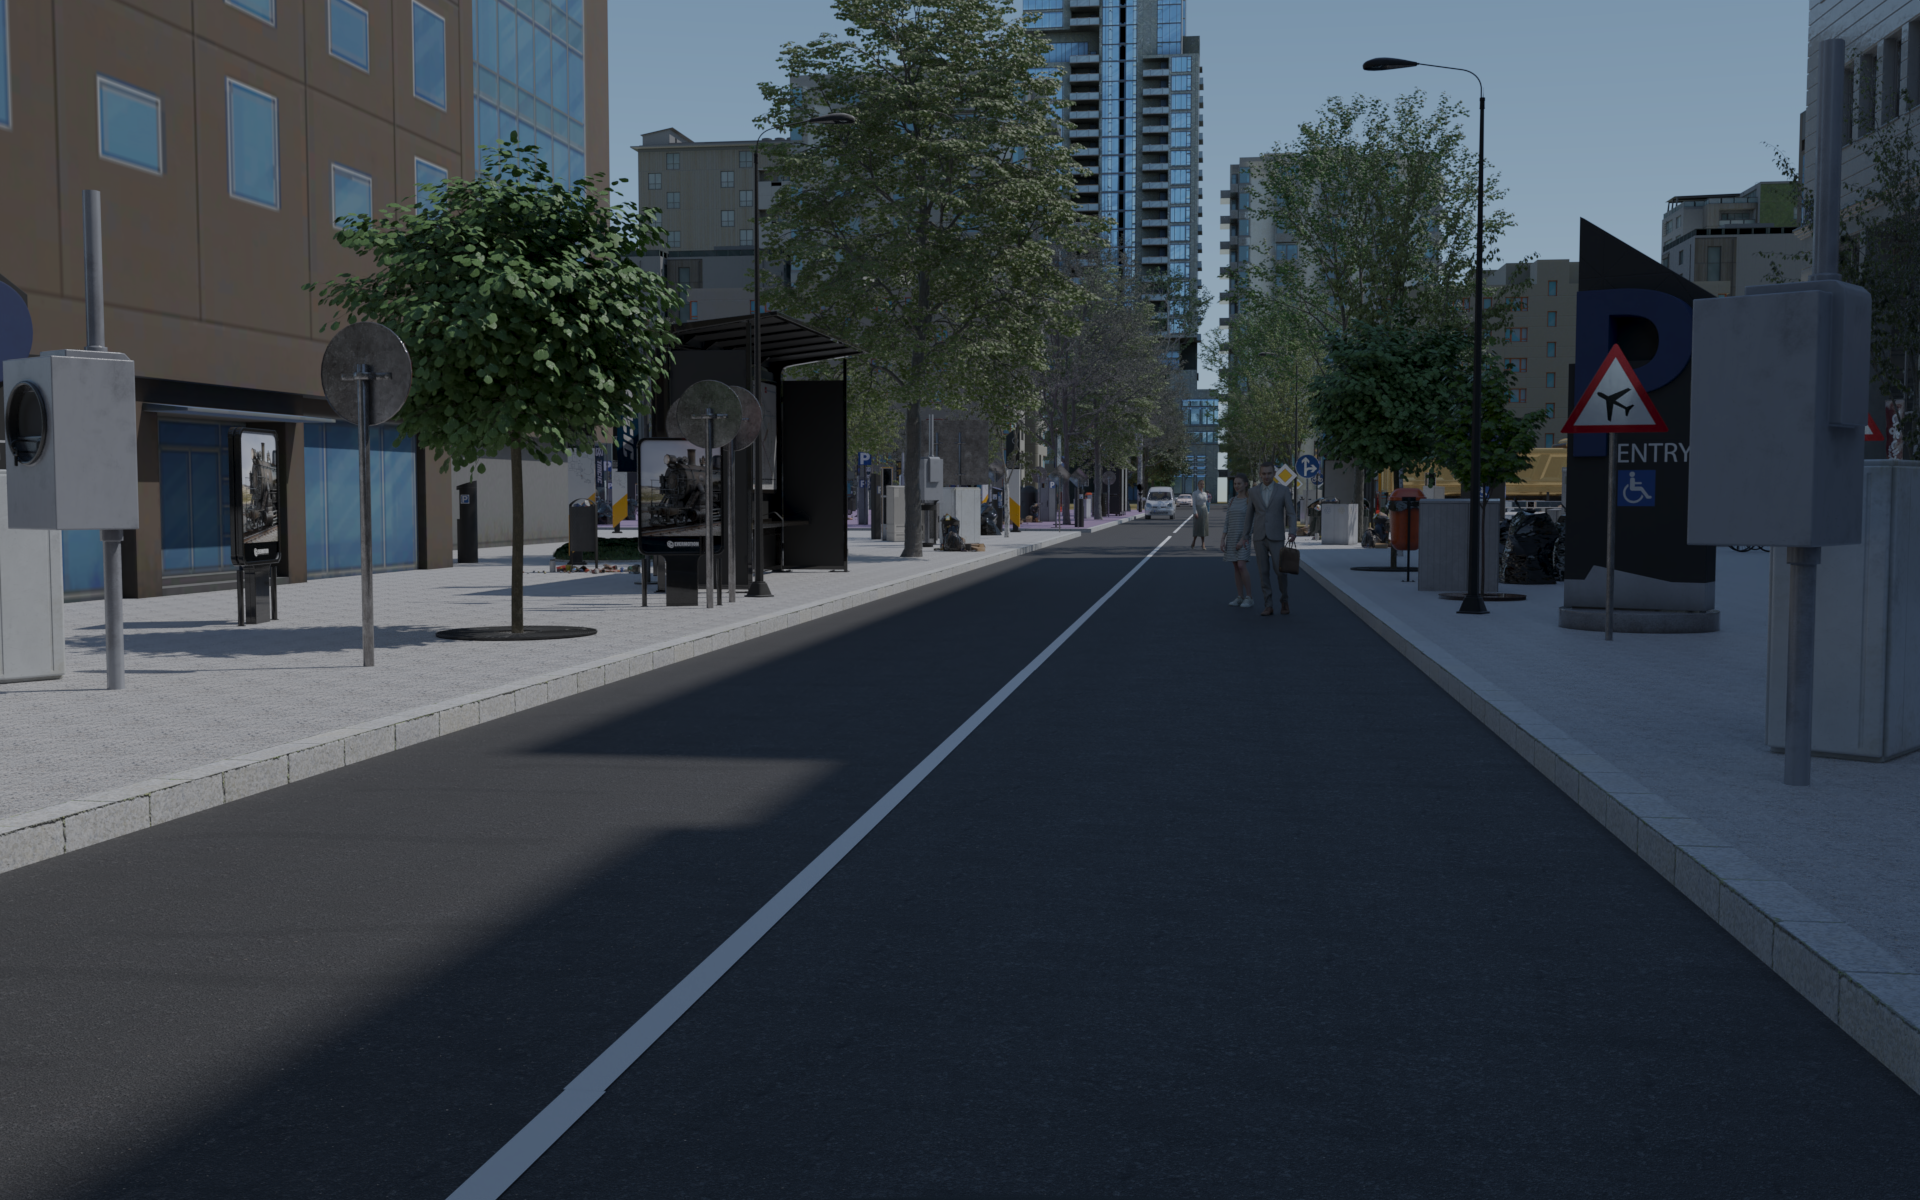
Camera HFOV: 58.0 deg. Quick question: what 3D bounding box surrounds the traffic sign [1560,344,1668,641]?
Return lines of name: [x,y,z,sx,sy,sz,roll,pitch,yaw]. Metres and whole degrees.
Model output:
traffic sign: [5.685,-0.923,15.101,0.884,2.594,0.081,1,4,13]

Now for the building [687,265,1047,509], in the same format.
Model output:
building: [-7.196,-19.158,158.264,27.650,21.520,28.899,1,4,8]

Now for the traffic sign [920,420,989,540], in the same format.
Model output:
traffic sign: [-0.326,-3.290,47.670,2.265,3.308,0.079,1,4,14]

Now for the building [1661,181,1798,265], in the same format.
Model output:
building: [101.381,-33.367,229.142,14.086,41.232,14.154,1,4,8]

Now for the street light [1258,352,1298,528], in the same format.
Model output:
street light: [10.462,-5.151,56.753,1.470,5.913,1.316,1,4,8]

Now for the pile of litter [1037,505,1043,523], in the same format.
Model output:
pile of litter: [3.130,-3.912,77.923,1.176,0.858,1.719,0,4,3]

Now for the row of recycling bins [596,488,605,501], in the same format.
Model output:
row of recycling bins: [-23.741,-6.303,110.168,3.534,1.692,1.069,1,4,19]

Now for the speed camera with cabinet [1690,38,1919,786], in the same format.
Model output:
speed camera with cabinet: [4.148,-0.853,8.279,0.660,3.252,2.038,3,5,44]

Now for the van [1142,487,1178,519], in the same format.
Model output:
van: [11.461,-5.633,99.103,2.013,2.044,4.112,1,4,9]

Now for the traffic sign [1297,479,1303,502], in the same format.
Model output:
traffic sign: [25.496,-7.926,130.767,0.795,2.450,0.064,1,4,9]

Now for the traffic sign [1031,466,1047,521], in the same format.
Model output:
traffic sign: [3.607,-4.842,79.279,0.768,2.556,0.104,1,4,15]

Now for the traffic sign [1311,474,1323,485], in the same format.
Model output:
traffic sign: [20.793,-6.161,100.832,0.768,2.556,0.104,1,4,9]

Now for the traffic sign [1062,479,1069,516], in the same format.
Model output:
traffic sign: [6.129,-6.307,103.223,0.768,2.556,0.104,1,4,12]

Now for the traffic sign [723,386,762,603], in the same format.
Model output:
traffic sign: [-2.699,-1.243,20.432,0.768,2.556,0.104,1,4,16]

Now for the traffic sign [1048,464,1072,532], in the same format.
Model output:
traffic sign: [3.336,-3.317,57.867,0.795,2.450,0.064,1,4,8]

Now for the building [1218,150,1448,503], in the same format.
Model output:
building: [51.510,-38.034,241.458,30.456,49.044,23.786,1,4,8]

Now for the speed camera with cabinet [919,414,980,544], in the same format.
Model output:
speed camera with cabinet: [-0.372,-3.019,43.700,0.660,3.252,2.038,3,5,44]

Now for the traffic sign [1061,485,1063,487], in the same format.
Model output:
traffic sign: [5.579,-5.805,97.040,0.606,2.300,0.079,1,4,10]

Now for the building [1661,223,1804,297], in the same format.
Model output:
building: [85.137,-25.512,188.825,14.107,30.474,14.160,1,4,8]

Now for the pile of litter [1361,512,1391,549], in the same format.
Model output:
pile of litter: [10.303,-1.678,41.397,1.719,0.858,1.176,-2,4,-24]

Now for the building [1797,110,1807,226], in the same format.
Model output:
building: [98.987,-32.721,185.099,14.200,45.320,14.600,1,4,8]

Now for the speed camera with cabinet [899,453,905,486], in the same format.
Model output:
speed camera with cabinet: [-2.381,-5.372,82.172,0.660,3.252,2.038,-1,4,-14]

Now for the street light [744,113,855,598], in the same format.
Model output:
street light: [-1.973,-2.986,21.361,1.470,5.913,1.316,1,4,8]

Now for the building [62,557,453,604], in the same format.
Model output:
building: [-16.323,-22.822,23.250,14.600,45.320,14.200,1,4,8]

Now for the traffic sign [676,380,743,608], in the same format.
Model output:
traffic sign: [-2.810,-1.179,19.380,0.768,2.556,0.104,1,4,9]

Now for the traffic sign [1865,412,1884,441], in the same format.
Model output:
traffic sign: [8.844,-1.072,17.536,0.884,2.594,0.081,1,4,16]

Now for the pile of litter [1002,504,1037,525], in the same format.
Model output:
pile of litter: [2.144,-3.624,73.216,1.719,0.858,1.176,-1,4,-21]

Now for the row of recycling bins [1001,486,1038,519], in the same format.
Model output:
row of recycling bins: [3.169,-4.769,85.086,1.069,1.692,3.534,-3,5,-41]

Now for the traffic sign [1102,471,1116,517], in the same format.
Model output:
traffic sign: [8.259,-5.876,96.171,0.768,2.556,0.104,1,4,13]

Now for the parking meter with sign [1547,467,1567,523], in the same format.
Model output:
parking meter with sign: [17.478,-3.234,49.139,0.543,3.016,1.738,-2,4,-32]

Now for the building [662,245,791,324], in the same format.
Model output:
building: [-25.896,-26.541,205.650,14.107,30.474,14.160,1,4,8]

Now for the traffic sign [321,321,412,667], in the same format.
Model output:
traffic sign: [-4.403,-0.777,12.818,0.768,2.556,0.104,1,4,16]

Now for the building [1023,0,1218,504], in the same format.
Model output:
building: [21.028,-56.976,244.221,31.000,86.520,22.319,1,4,8]

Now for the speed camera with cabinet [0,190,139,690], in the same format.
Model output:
speed camera with cabinet: [-6.321,-1.059,11.654,2.038,3.252,0.660,3,4,37]

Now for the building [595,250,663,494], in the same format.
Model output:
building: [-40.070,-26.596,206.546,14.107,30.474,14.160,1,4,8]

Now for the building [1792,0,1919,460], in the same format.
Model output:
building: [24.375,-15.311,27.821,11.434,29.767,29.804,1,4,8]

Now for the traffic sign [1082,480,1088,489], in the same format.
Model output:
traffic sign: [6.651,-5.617,93.967,0.606,2.300,0.079,1,4,15]

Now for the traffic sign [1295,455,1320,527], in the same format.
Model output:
traffic sign: [11.213,-3.415,55.937,0.768,2.556,0.104,1,4,12]

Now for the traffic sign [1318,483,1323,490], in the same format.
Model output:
traffic sign: [22.103,-6.460,106.812,0.795,2.450,0.064,1,4,14]

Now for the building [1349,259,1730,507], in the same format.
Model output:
building: [50.768,-19.073,156.890,27.650,21.520,28.899,1,4,8]

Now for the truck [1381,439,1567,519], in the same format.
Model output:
truck: [19.631,-3.896,59.631,9.791,3.379,3.469,1,4,8]

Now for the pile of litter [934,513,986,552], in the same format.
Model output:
pile of litter: [0.003,-1.540,39.138,1.176,0.858,1.719,0,4,-5]

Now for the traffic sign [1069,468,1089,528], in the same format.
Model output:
traffic sign: [4.499,-3.800,65.768,0.795,2.450,0.064,1,4,8]

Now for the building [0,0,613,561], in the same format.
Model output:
building: [-17.766,-23.945,41.606,14.200,45.320,14.600,1,4,8]

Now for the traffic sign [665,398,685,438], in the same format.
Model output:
traffic sign: [-3.381,-1.340,22.022,0.768,2.556,0.104,1,4,9]

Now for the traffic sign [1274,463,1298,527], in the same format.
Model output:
traffic sign: [10.649,-3.250,56.775,0.795,2.450,0.064,1,4,8]

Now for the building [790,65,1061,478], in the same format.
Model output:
building: [-4.193,-35.276,196.370,30.456,49.044,23.786,1,4,8]

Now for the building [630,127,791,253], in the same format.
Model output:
building: [-30.470,-40.771,255.840,27.495,52.752,28.713,1,4,8]

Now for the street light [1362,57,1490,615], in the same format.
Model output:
street light: [4.983,-2.813,18.532,1.470,5.913,1.316,1,4,8]

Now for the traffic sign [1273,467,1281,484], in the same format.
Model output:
traffic sign: [11.812,-3.733,64.675,0.795,2.450,0.064,1,4,8]

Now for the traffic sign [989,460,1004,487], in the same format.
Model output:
traffic sign: [1.191,-3.511,58.598,0.795,2.450,0.064,1,4,15]
